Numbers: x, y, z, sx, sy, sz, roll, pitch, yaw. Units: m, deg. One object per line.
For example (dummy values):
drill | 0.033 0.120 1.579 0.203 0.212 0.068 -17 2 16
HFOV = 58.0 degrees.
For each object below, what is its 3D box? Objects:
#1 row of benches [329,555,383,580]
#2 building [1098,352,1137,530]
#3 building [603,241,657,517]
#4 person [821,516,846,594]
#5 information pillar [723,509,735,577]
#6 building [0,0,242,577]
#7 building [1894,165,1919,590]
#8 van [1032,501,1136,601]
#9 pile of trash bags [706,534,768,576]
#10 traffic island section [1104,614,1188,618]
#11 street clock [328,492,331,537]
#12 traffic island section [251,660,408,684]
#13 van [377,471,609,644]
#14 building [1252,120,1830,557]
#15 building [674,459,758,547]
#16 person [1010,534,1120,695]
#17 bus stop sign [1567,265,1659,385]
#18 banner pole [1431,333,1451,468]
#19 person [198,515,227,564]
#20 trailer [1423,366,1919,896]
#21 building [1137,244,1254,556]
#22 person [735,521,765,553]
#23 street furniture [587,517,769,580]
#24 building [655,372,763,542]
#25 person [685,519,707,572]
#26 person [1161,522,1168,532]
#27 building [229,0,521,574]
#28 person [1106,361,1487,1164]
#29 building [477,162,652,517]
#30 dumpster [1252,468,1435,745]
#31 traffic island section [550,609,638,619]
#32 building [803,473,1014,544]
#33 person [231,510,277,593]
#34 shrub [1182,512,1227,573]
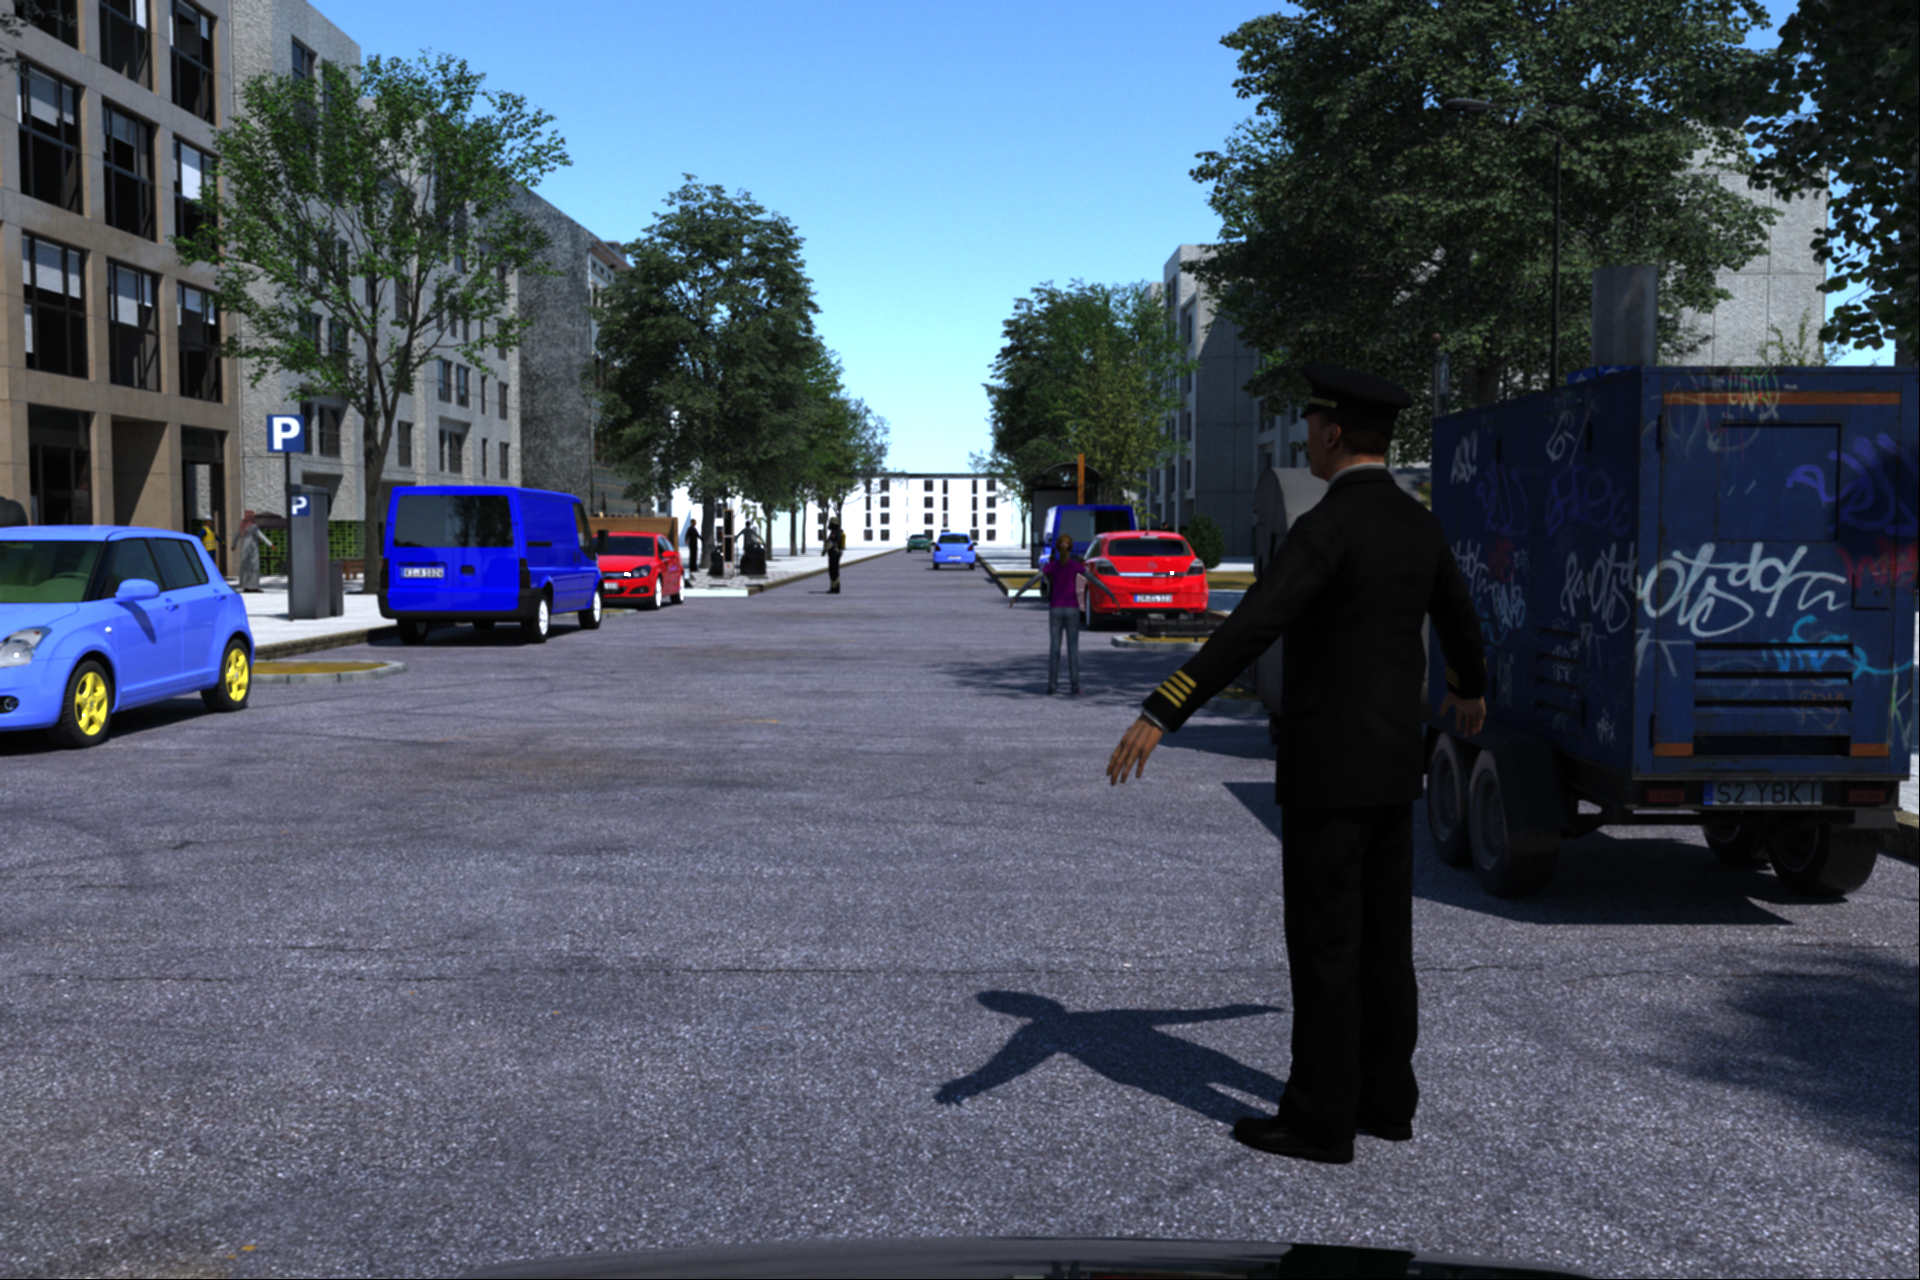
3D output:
row of benches | -17.014 -2.113 50.007 1.422 0.672 4.104 1 4 9
building | 22.483 -18.404 167.365 16.747 18.905 31.486 0 4 -1
building | -27.059 -15.696 113.043 16.016 20.090 11.380 0 3 0
person | -3.058 -2.048 41.723 0.705 1.856 1.354 1 4 10
information pillar | -6.843 -2.862 51.279 0.304 2.012 0.304 0 3 0
building | -29.504 -13.903 30.520 19.350 26.588 34.151 0 4 0
building | 25.129 -11.044 28.793 9.793 21.092 18.267 0 4 0
van | 2.792 -2.083 38.438 2.240 2.365 5.245 0 4 0
pile of trash bags | -6.998 -2.701 53.912 1.912 1.369 3.447 0 4 0
traffic island section | 2.964 -0.473 30.596 1.991 0.108 1.994 0 4 0
street clock | -10.545 -1.467 28.558 0.358 2.002 0.471 0 4 1
traffic island section | -6.732 0.327 17.518 1.991 0.108 1.994 0 4 0
van | -6.371 -1.218 24.301 2.240 2.365 5.245 0 4 0
building | 25.080 -13.228 82.728 16.747 18.905 31.486 0 4 0
building | -25.644 -14.682 182.204 9.099 9.664 28.070 0 4 -1
person | 0.936 -0.231 15.503 0.991 1.433 0.599 0 4 6
bus stop sign | 6.612 -1.731 17.326 0.837 3.901 0.837 0 4 0
banner pole | 5.921 -1.921 21.426 0.401 3.779 0.863 0 4 0
person | -18.861 -2.275 43.661 0.721 1.772 1.216 0 4 6
trailer | 2.802 -0.050 7.863 1.471 1.999 3.904 0 4 0
building | 21.763 -15.167 114.446 16.747 18.905 31.486 0 4 0
person | -8.475 -3.863 69.341 1.347 1.806 0.705 1 4 12
street furniture | -10.717 -2.317 44.743 11.010 1.723 9.812 -1 4 -10
building | -29.624 -21.245 203.781 16.016 20.090 11.380 0 4 -1
person | -9.014 -3.211 58.730 0.704 1.802 1.346 1 4 20
person | 8.952 -4.242 75.537 0.705 1.806 1.347 0 4 -6
building | -30.134 -12.476 70.433 16.747 18.905 31.486 0 4 -1
person | 0.889 0.265 4.065 1.347 1.837 0.705 -3 5 -41
building | -28.256 -16.300 97.432 19.493 23.208 18.063 0 4 -1
dumpster | 2.864 -0.186 11.262 1.865 1.857 1.264 0 4 -1
traffic island section | -6.730 -0.456 30.327 1.991 0.108 1.994 0 4 1
building | -6.830 -17.829 236.115 28.070 9.664 9.099 0 4 7
person | -15.481 -1.938 37.834 1.347 1.811 0.704 2 4 27
shrub | 8.013 -3.284 57.739 1.661 2.075 1.752 0 3 0
